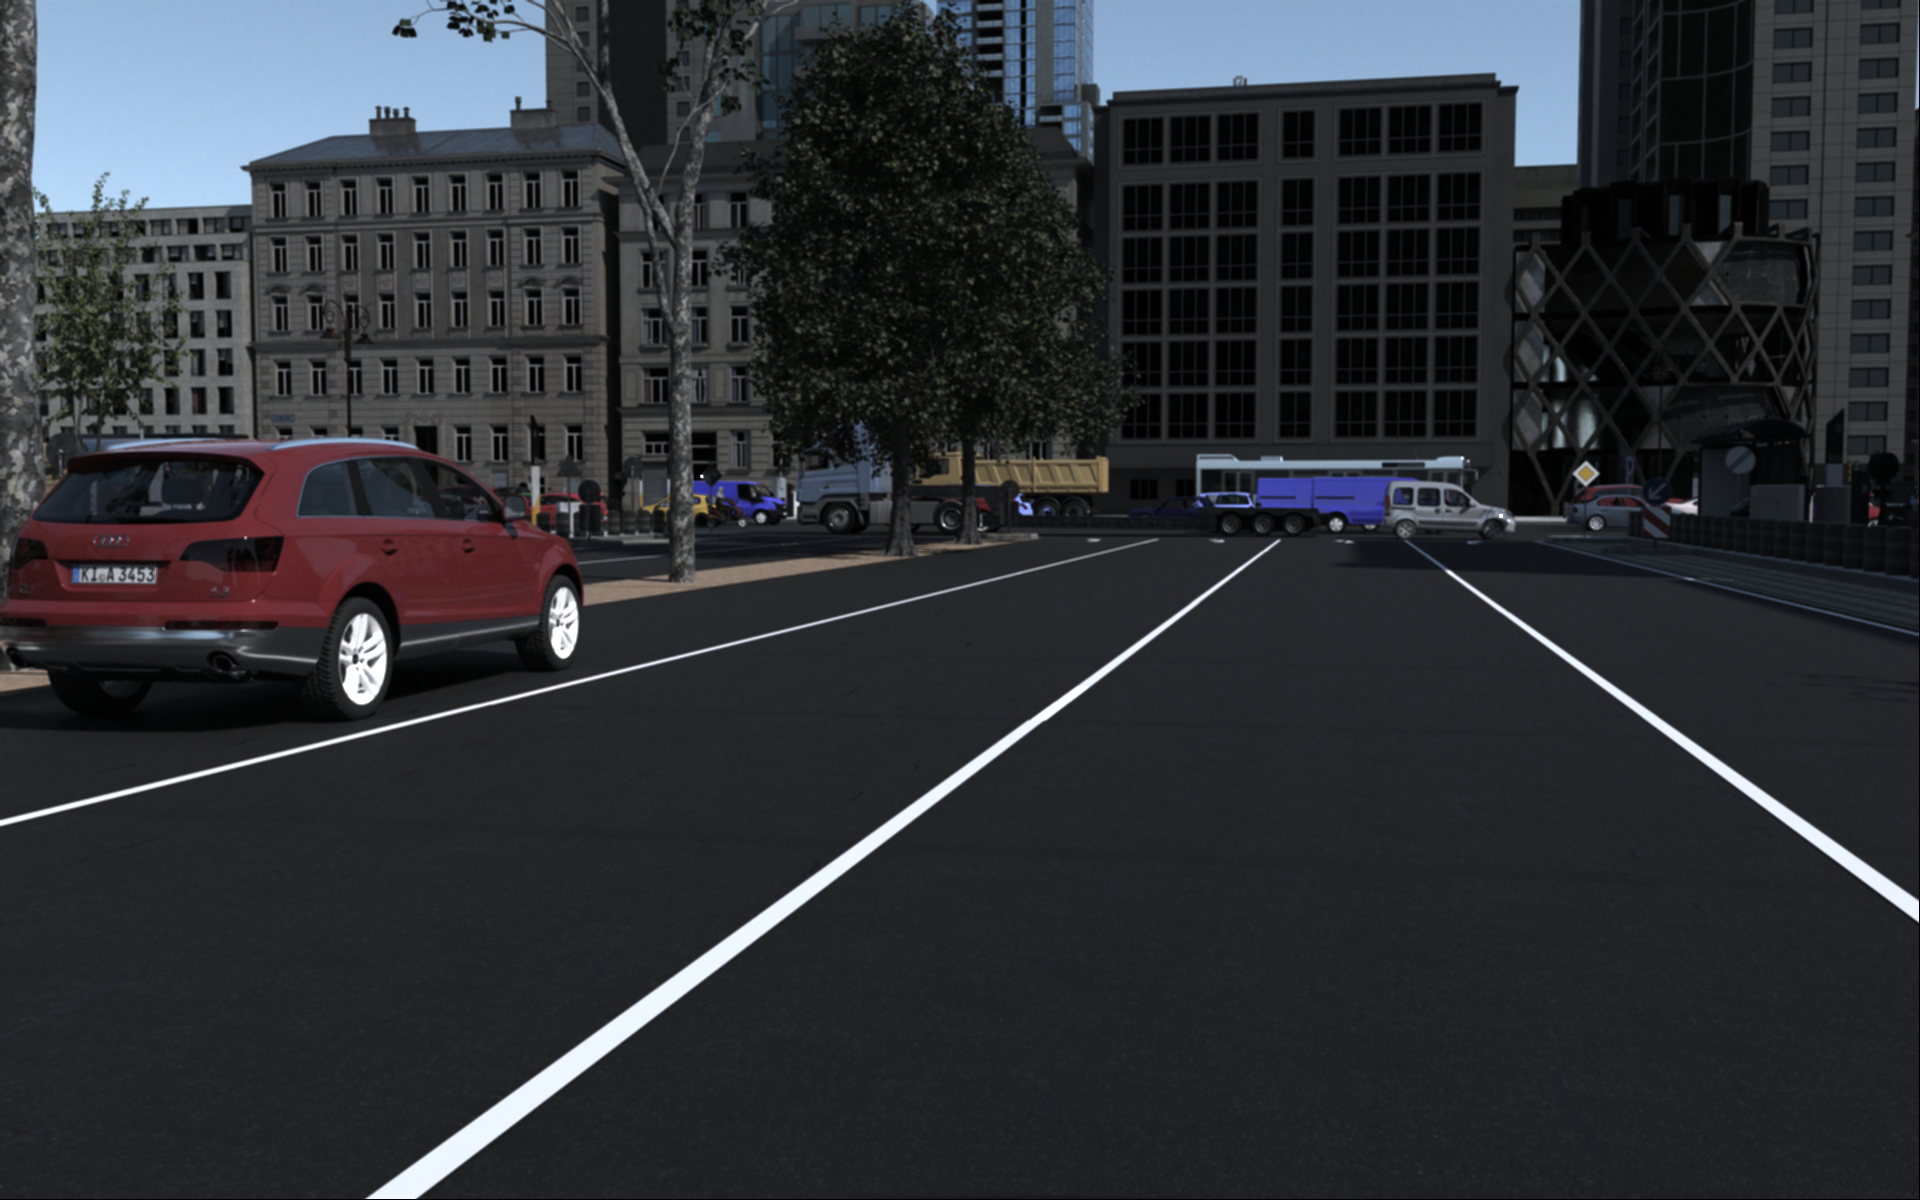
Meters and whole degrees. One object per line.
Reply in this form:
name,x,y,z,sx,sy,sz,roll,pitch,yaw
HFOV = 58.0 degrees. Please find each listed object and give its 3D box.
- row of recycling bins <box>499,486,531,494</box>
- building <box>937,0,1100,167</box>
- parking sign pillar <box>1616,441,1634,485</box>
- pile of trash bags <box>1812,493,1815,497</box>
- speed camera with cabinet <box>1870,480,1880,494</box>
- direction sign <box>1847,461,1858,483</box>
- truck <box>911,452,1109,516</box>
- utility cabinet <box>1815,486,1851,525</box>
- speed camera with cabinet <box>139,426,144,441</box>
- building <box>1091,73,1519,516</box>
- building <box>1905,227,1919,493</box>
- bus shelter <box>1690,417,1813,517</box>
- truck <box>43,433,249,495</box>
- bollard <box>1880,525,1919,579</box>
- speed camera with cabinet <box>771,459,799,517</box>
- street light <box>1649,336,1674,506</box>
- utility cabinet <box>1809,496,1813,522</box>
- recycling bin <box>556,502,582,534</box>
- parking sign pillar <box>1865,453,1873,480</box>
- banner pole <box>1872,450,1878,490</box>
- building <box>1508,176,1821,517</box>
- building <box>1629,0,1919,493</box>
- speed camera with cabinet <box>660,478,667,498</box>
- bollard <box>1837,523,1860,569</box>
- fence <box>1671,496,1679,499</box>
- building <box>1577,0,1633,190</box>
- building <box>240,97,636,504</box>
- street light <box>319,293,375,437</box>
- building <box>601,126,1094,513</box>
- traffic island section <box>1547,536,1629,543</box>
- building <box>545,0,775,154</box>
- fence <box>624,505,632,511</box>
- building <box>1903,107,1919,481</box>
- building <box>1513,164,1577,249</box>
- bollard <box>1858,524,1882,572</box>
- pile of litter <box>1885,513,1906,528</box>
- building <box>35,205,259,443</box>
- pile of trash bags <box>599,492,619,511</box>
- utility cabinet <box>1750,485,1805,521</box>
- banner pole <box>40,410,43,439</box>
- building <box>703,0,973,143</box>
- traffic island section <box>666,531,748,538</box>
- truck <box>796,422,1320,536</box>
row of recycling bins,-24.567,-5.360,94.742,1.069,1.692,3.534,-3,5,-40
building,9.064,-58.756,273.336,31.000,86.520,22.319,1,4,12
parking sign pillar,33.937,-6.108,88.335,1.447,3.967,1.447,3,5,41
pile of trash bags,66.560,-7.448,131.529,3.447,1.369,1.912,1,4,15
speed camera with cabinet,56.254,-6.867,106.609,0.660,3.252,2.038,1,4,21
direction sign,61.046,-7.738,118.506,0.876,3.537,0.379,-1,4,-16
truck,1.838,-5.131,79.813,9.791,3.379,3.469,1,4,11
utility cabinet,23.326,-2.293,46.170,0.318,1.500,1.173,-1,4,-12
speed camera with cabinet,-23.099,-3.431,50.436,2.038,3.252,0.660,1,4,18
building,20.671,-19.073,105.347,24.014,27.812,14.314,1,4,12
building,63.160,-14.012,93.719,19.286,19.102,10.561,1,4,12
bus shelter,22.026,-3.337,48.486,2.014,3.302,5.546,1,4,12
truck,-39.285,-5.682,81.808,11.283,4.237,2.839,1,4,12
bollard,14.890,-0.777,27.421,0.404,0.777,0.398,0,3,0
speed camera with cabinet,-9.802,-6.358,98.296,0.660,3.252,2.038,3,5,40
street light,20.492,-4.765,50.690,0.468,5.910,1.993,1,4,12
utility cabinet,24.314,-2.371,49.926,0.306,1.237,1.020,3,4,36
recycling bin,-12.550,-2.633,55.596,0.722,1.027,0.722,-1,4,-23
parking sign pillar,59.015,-7.568,112.202,1.447,3.967,1.447,1,4,13
banner pole,52.094,-6.643,98.631,0.401,3.779,0.863,1,4,12
building,40.748,-14.339,101.886,16.811,18.784,16.820,1,4,12
building,67.725,-43.458,148.791,20.563,71.187,20.611,1,4,12
speed camera with cabinet,-16.256,-6.328,97.800,0.660,3.252,2.038,1,4,17
bollard,15.409,-0.921,29.768,0.404,0.777,0.398,0,3,0
fence,32.594,-4.279,81.165,2.264,1.192,0.480,0,4,4
building,72.698,-38.595,173.034,21.231,58.520,28.212,1,4,12
building,-32.981,-19.474,115.671,25.104,27.353,12.463,1,4,12
street light,-14.092,-4.109,39.963,0.468,5.910,1.993,1,4,12
building,-5.666,-17.023,111.607,30.059,22.955,16.112,1,4,12
traffic island section,18.623,-1.792,51.585,2.009,0.180,2.903,1,4,12
building,-33.608,-46.594,200.060,20.611,71.187,20.563,1,4,12
fence,-19.060,-5.000,97.126,2.069,0.683,0.278,3,4,38
building,99.556,-28.985,165.792,23.993,40.220,32.217,1,4,12
building,89.738,-38.709,256.593,21.600,48.544,21.300,1,4,12
bollard,15.150,-0.849,28.594,0.404,0.777,0.398,0,3,0
pile of litter,21.382,-1.537,39.101,1.176,0.858,1.719,3,4,37
building,-53.673,-16.191,119.478,16.860,20.320,10.420,1,4,12
pile of trash bags,-19.561,-5.186,94.540,1.912,1.369,3.447,-1,4,-9
utility cabinet,19.136,-1.952,40.602,0.318,1.500,1.173,-2,4,-35
banner pole,-24.429,-3.403,45.659,0.863,3.779,0.401,2,4,25
building,-11.181,-33.704,170.673,23.786,49.044,30.456,1,4,12
traffic island section,-8.276,-2.153,57.489,2.009,0.180,2.903,1,4,12
truck,2.937,-4.316,60.328,18.799,4.110,2.967,1,4,10
